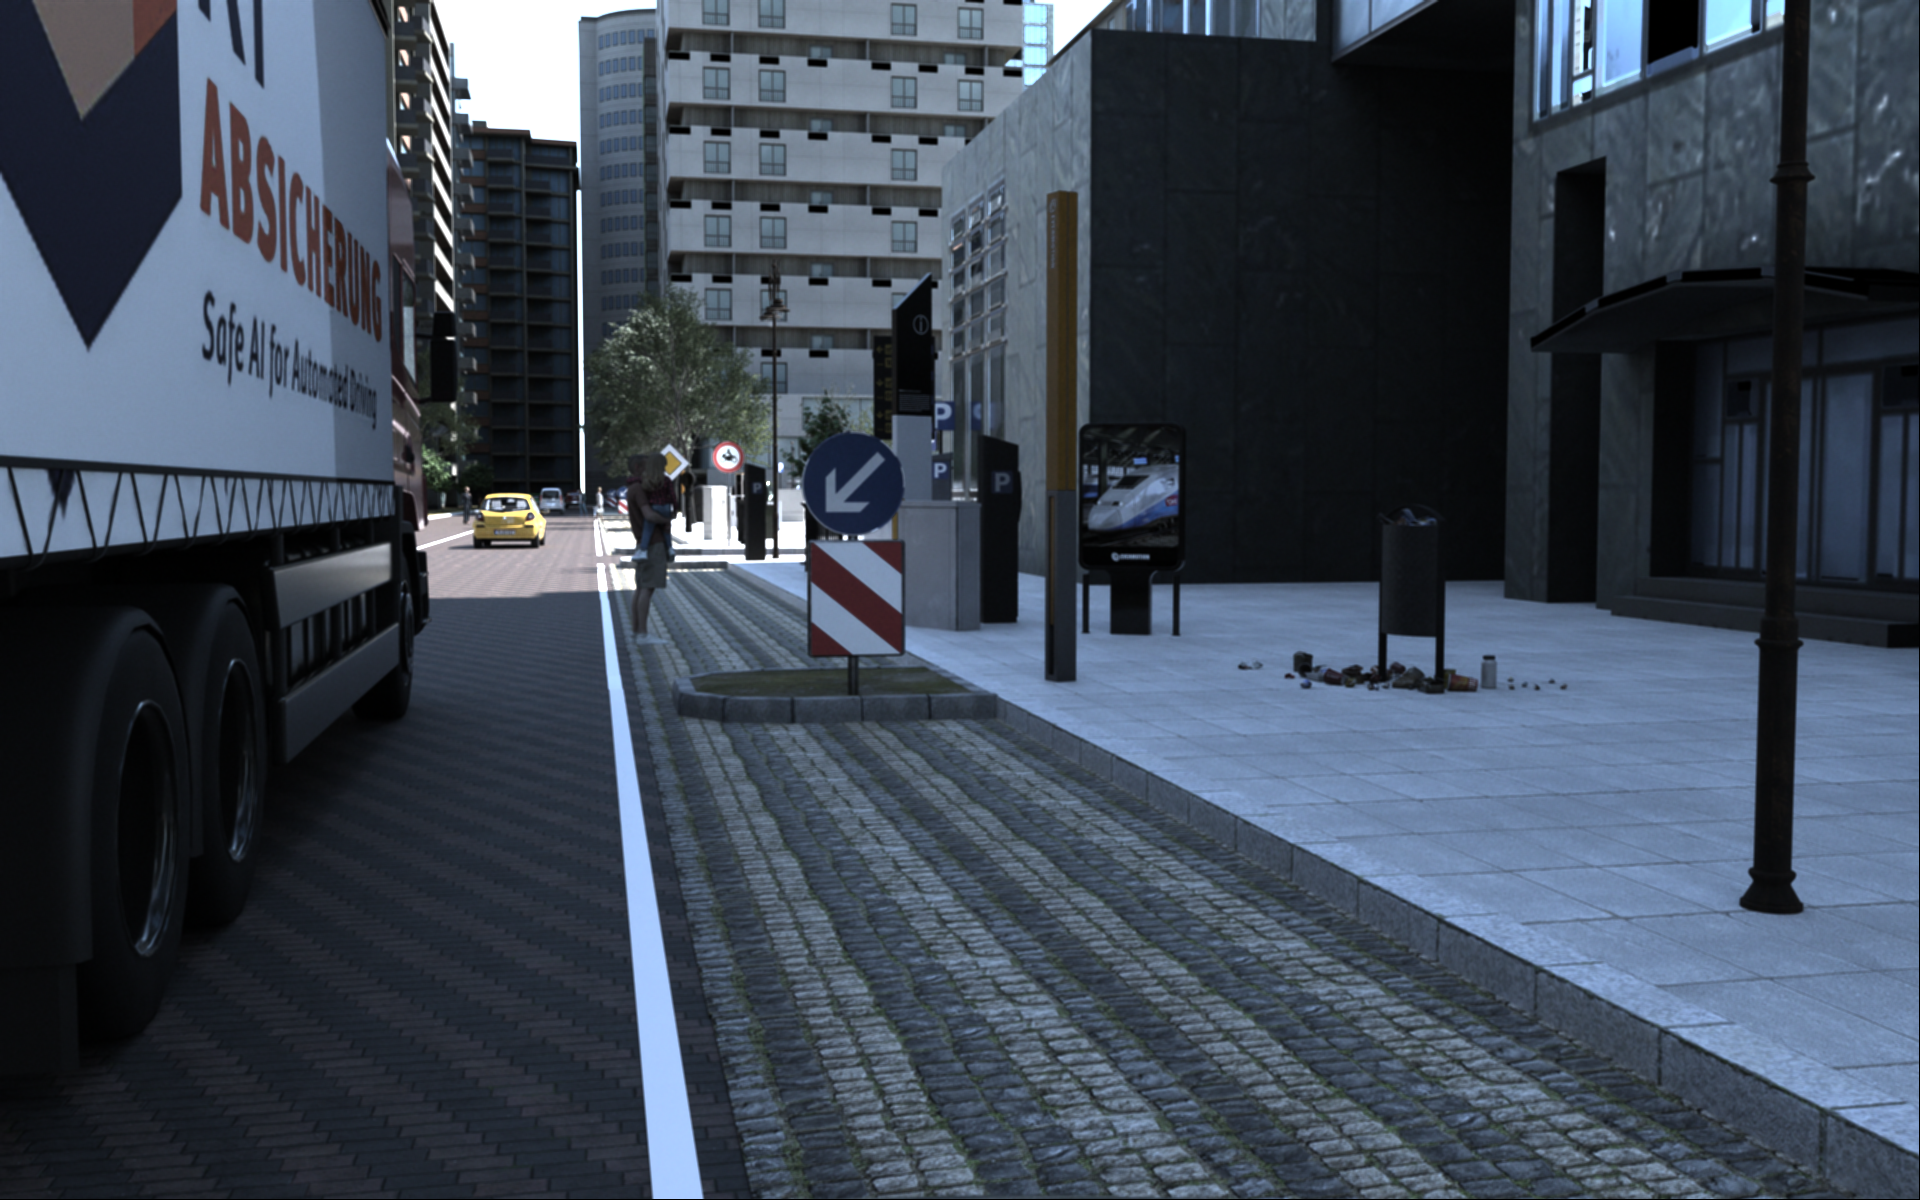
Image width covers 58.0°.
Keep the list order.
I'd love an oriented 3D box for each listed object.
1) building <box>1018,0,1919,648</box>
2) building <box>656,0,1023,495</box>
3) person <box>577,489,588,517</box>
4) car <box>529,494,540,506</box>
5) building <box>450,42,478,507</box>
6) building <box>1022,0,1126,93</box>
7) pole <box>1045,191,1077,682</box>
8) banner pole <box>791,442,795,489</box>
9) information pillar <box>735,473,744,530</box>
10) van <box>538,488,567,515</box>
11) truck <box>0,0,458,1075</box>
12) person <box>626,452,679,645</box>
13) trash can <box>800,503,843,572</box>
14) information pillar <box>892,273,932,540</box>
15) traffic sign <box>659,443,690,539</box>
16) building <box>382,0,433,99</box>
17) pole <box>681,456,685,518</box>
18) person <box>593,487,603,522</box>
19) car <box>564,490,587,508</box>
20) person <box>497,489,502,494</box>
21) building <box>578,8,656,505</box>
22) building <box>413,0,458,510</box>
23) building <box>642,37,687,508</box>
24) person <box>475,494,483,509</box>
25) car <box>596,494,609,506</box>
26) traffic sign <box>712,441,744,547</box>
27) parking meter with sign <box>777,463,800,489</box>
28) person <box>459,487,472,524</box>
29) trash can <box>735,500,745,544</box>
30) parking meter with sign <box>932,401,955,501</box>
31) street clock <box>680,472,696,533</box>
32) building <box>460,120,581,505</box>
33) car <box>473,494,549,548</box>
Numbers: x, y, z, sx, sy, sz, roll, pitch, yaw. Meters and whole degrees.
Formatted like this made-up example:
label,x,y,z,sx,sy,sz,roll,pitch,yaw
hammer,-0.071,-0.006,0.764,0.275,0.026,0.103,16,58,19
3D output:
label,x,y,z,sx,sy,sz,roll,pitch,yaw
building,13.768,-43.211,19.171,22.319,86.520,31.000,-1,4,-12
building,-10.501,-33.737,140.844,28.713,52.752,27.495,-1,4,-12
person,-23.803,-6.129,109.052,0.623,1.781,0.721,1,4,20
car,-43.527,-10.310,177.371,1.959,1.807,4.718,-1,4,-11
building,-64.252,-33.780,171.918,30.456,49.044,23.786,-1,4,-12
building,23.743,-36.528,186.476,27.495,52.752,28.713,-1,4,-12
pole,0.691,-1.099,11.813,0.158,3.312,0.155,0,3,0
banner pole,-7.952,-5.659,82.549,0.401,3.779,0.863,-1,4,-15
information pillar,-7.781,-3.496,61.659,0.304,2.012,0.304,2,4,30
van,-28.535,-6.982,121.161,2.013,2.044,4.112,-1,4,-11
truck,-3.990,-1.139,7.535,2.839,4.237,11.283,-1,4,-12
person,-2.959,-0.491,16.495,0.580,1.828,0.573,2,4,23
trash can,-2.142,-0.957,27.306,0.748,1.137,0.748,0,3,0
information pillar,-0.495,-1.650,18.331,0.504,3.616,0.183,-3,5,-39
traffic sign,-5.718,-1.866,34.146,0.795,2.450,0.064,-1,4,-12
building,-49.722,-28.712,124.070,22.147,44.769,28.867,-1,4,-12
pole,-14.794,-6.033,92.481,0.158,3.312,0.155,0,3,0
person,-18.742,-4.952,89.825,0.624,1.780,0.694,-1,4,-20
car,-39.009,-10.209,175.595,2.281,1.827,5.304,-1,4,-12
person,-39.355,-8.536,148.074,1.348,1.824,0.705,0,4,-4
building,-31.470,-40.839,209.723,28.212,58.520,21.231,-1,4,-12
building,-55.403,-32.112,148.738,21.300,48.544,21.600,-1,4,-12
building,-22.137,-29.160,160.357,14.154,41.232,14.086,-1,4,-12
person,-34.164,-6.812,123.131,0.557,1.426,1.065,-3,5,-43
car,-37.150,-10.364,181.461,2.014,1.417,4.499,-1,4,-12
traffic sign,-5.571,-2.544,41.706,0.768,2.556,0.104,-1,4,-9
parking meter with sign,-9.245,-6.098,95.970,1.738,3.016,0.543,2,4,25
person,-23.438,-4.476,82.098,0.534,1.772,0.576,1,4,12
trash can,-5.403,-2.002,44.386,0.748,1.137,0.748,0,3,0
parking meter with sign,-0.379,-2.172,31.774,0.543,3.016,1.738,0,4,1
street clock,-8.987,-3.227,57.327,0.471,2.002,0.358,1,4,19
building,-59.550,-33.662,204.993,28.867,44.769,22.147,-1,4,-12
car,-12.256,-2.262,47.215,2.015,1.641,3.980,-1,4,-10
